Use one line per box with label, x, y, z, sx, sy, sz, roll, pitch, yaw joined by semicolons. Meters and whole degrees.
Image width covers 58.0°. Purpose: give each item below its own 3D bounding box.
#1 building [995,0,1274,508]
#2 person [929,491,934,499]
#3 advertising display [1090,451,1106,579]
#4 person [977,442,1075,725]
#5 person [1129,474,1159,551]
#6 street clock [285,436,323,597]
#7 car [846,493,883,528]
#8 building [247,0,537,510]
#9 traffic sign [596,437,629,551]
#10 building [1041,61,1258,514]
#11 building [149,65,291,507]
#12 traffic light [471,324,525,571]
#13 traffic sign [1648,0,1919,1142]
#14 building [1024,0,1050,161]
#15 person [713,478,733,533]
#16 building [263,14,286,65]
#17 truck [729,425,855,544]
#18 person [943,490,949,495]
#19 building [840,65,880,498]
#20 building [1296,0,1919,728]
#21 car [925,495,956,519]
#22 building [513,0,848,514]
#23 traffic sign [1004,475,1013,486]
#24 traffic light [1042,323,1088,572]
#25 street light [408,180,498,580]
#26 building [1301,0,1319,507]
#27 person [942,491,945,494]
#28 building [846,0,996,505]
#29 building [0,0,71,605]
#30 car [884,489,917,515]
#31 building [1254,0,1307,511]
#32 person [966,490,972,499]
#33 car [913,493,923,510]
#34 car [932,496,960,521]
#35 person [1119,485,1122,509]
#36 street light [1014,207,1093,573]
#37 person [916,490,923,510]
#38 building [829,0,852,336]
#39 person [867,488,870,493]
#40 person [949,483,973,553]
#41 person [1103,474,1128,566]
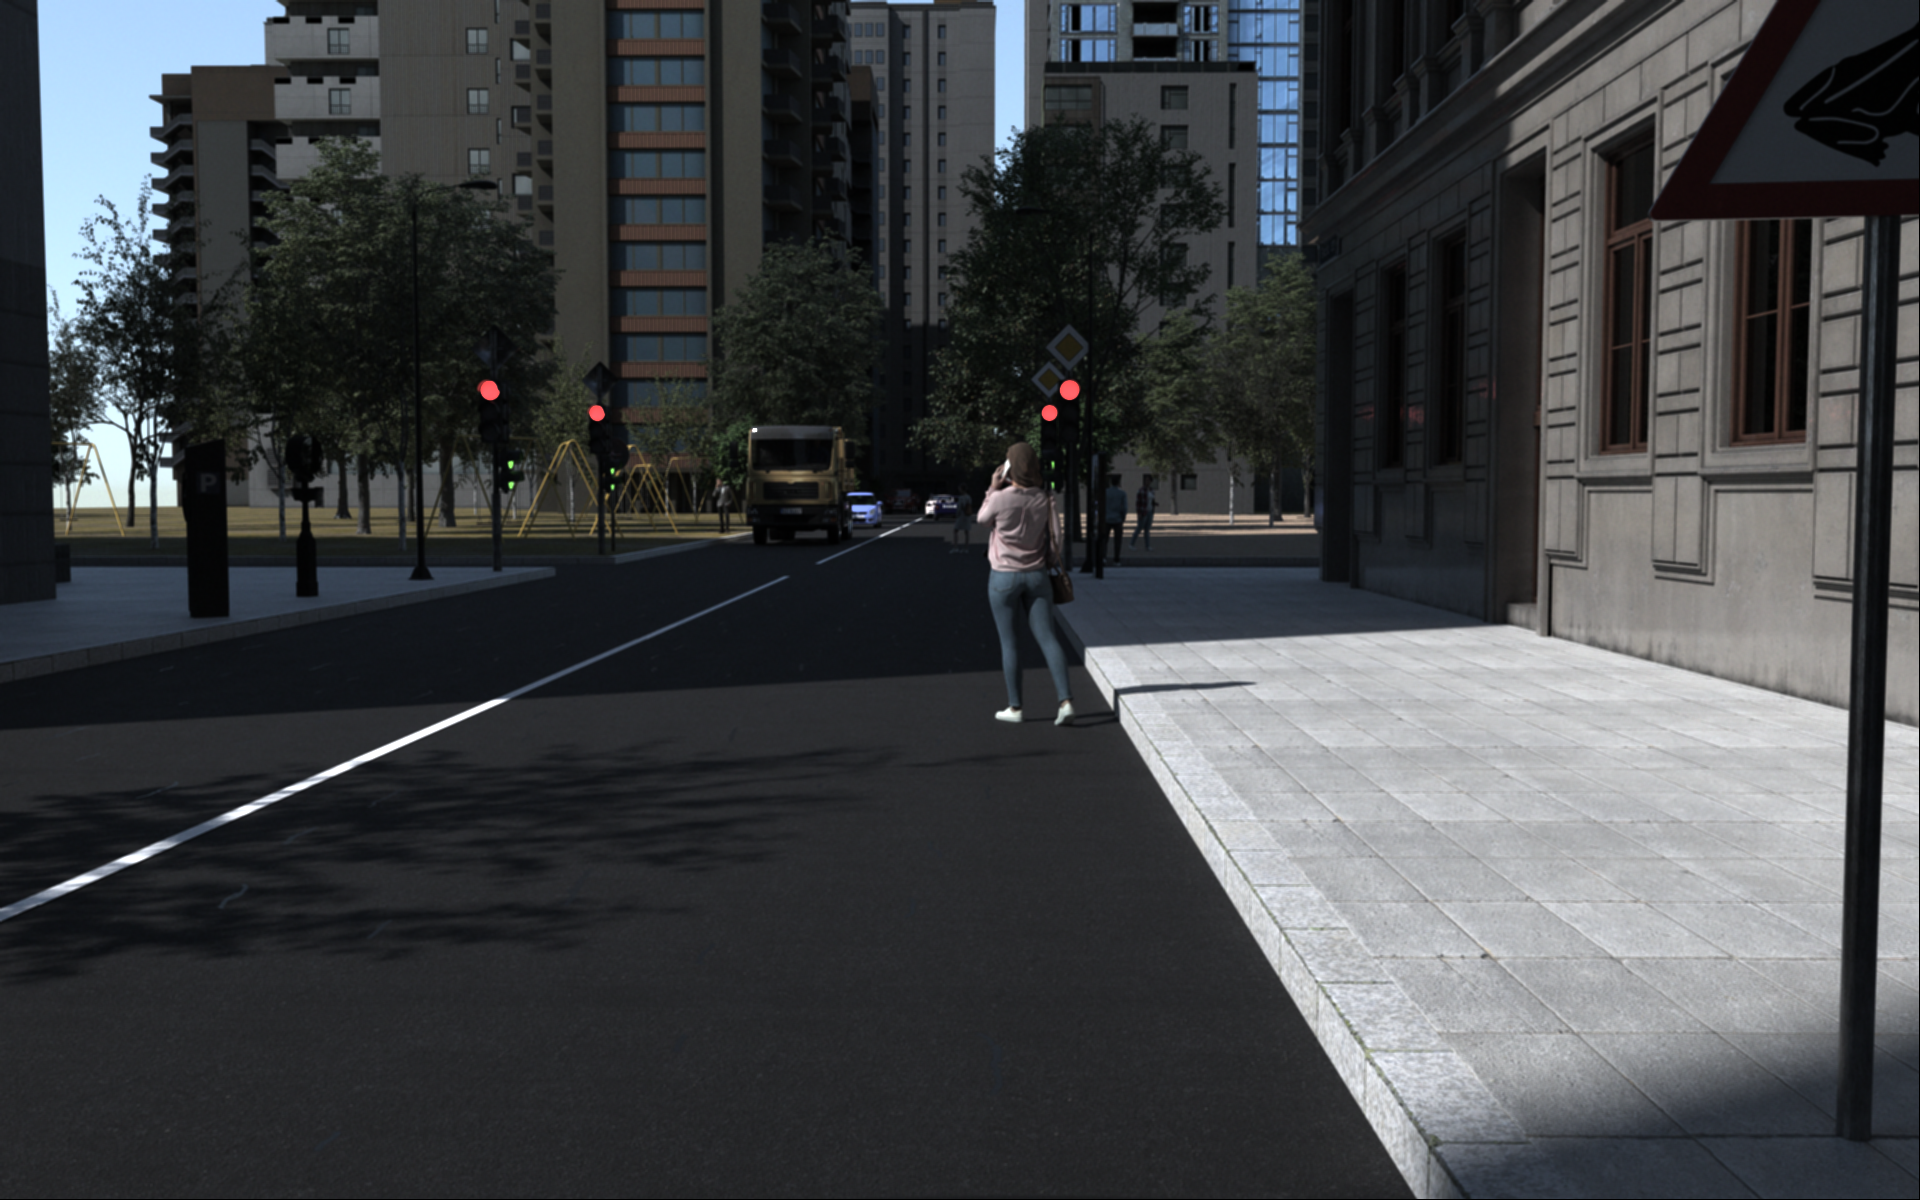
building;19.674;-54.692;206.881;31.000;86.520;22.319;0;4;1
person;-2.979;-10.367;178.940;0.756;1.711;0.436;-2;4;-31
advertising display;2.113;-1.302;26.502;0.123;1.923;0.974;0;4;-2
person;0.454;-0.103;10.780;0.593;1.750;0.643;-1;4;-19
person;4.158;-1.967;39.041;0.563;1.720;0.643;-3;5;-40
street clock;-8.185;-1.045;21.662;0.358;2.002;0.471;1;4;13
car;-4.223;-3.907;73.465;1.945;1.707;3.694;0;4;0
building;-51.595;-35.627;171.740;27.495;52.752;28.713;0;4;1
traffic sign;-7.767;-2.362;38.722;0.768;2.556;0.104;0;4;6
building;12.523;-21.271;119.489;14.160;30.474;14.107;0;4;1
building;-72.809;-32.331;178.719;14.200;45.320;14.600;0;4;1
traffic light;-7.685;-2.434;28.721;0.839;4.253;0.868;0;4;1
traffic sign;1.784;-0.207;3.383;0.884;2.594;0.081;0;4;7
building;16.806;-38.455;170.739;21.231;58.520;28.212;0;4;1
person;-7.737;-3.080;56.584;0.592;1.802;0.473;1;4;19
building;-66.946;-40.709;207.595;28.212;58.520;21.231;0;4;1
truck;-4.675;-3.405;51.592;3.469;3.379;9.791;0;4;0
person;-1.433;-10.492;180.051;1.348;1.824;0.705;0;4;-3
building;-15.809;-32.323;178.594;14.200;45.320;14.600;0;4;1
building;10.277;-10.982;15.717;11.583;22.565;21.152;0;4;1
car;-1.038;-5.519;102.598;2.083;1.381;4.827;0;4;2
building;-19.791;-28.822;125.866;22.147;44.769;28.867;0;4;1
traffic sign;2.499;-5.280;86.429;0.768;2.556;0.104;0;4;5
traffic light;1.776;-2.429;28.638;0.839;4.253;0.868;0;4;1
street light;-7.547;-3.258;25.806;1.470;5.913;1.316;0;4;1
building;39.309;-45.041;174.664;20.611;71.187;20.563;0;4;1
person;-1.628;-10.647;183.370;0.721;1.735;1.217;-1;4;-19
building;-9.941;-40.674;207.016;28.212;58.520;21.231;0;4;1
building;-25.104;-28.934;15.074;28.212;58.520;21.231;0;4;1
car;-4.198;-6.997;123.072;2.281;1.827;5.304;0;4;2
building;16.126;-50.622;140.339;22.319;86.520;31.000;0;4;1
person;0.713;-10.000;172.008;0.705;1.823;1.348;3;5;42
car;-4.391;-8.950;155.366;2.155;1.783;4.494;0;4;0
car;-0.550;-5.035;94.902;1.945;1.354;3.894;0;3;0
person;9.131;-5.656;98.357;0.795;1.843;0.661;2;4;24
street light;1.576;-3.401;28.155;1.470;5.913;1.316;0;4;1
person;-3.859;-9.261;159.928;0.705;1.822;1.348;2;4;29
building;-23.803;-34.529;153.794;28.713;52.752;27.495;0;4;1
person;-7.773;-8.614;147.021;0.705;1.807;1.348;0;4;-1
person;0.081;-1.992;42.074;0.522;1.701;0.512;3;4;38
person;3.001;-1.583;34.400;0.660;1.820;0.620;1;4;13
